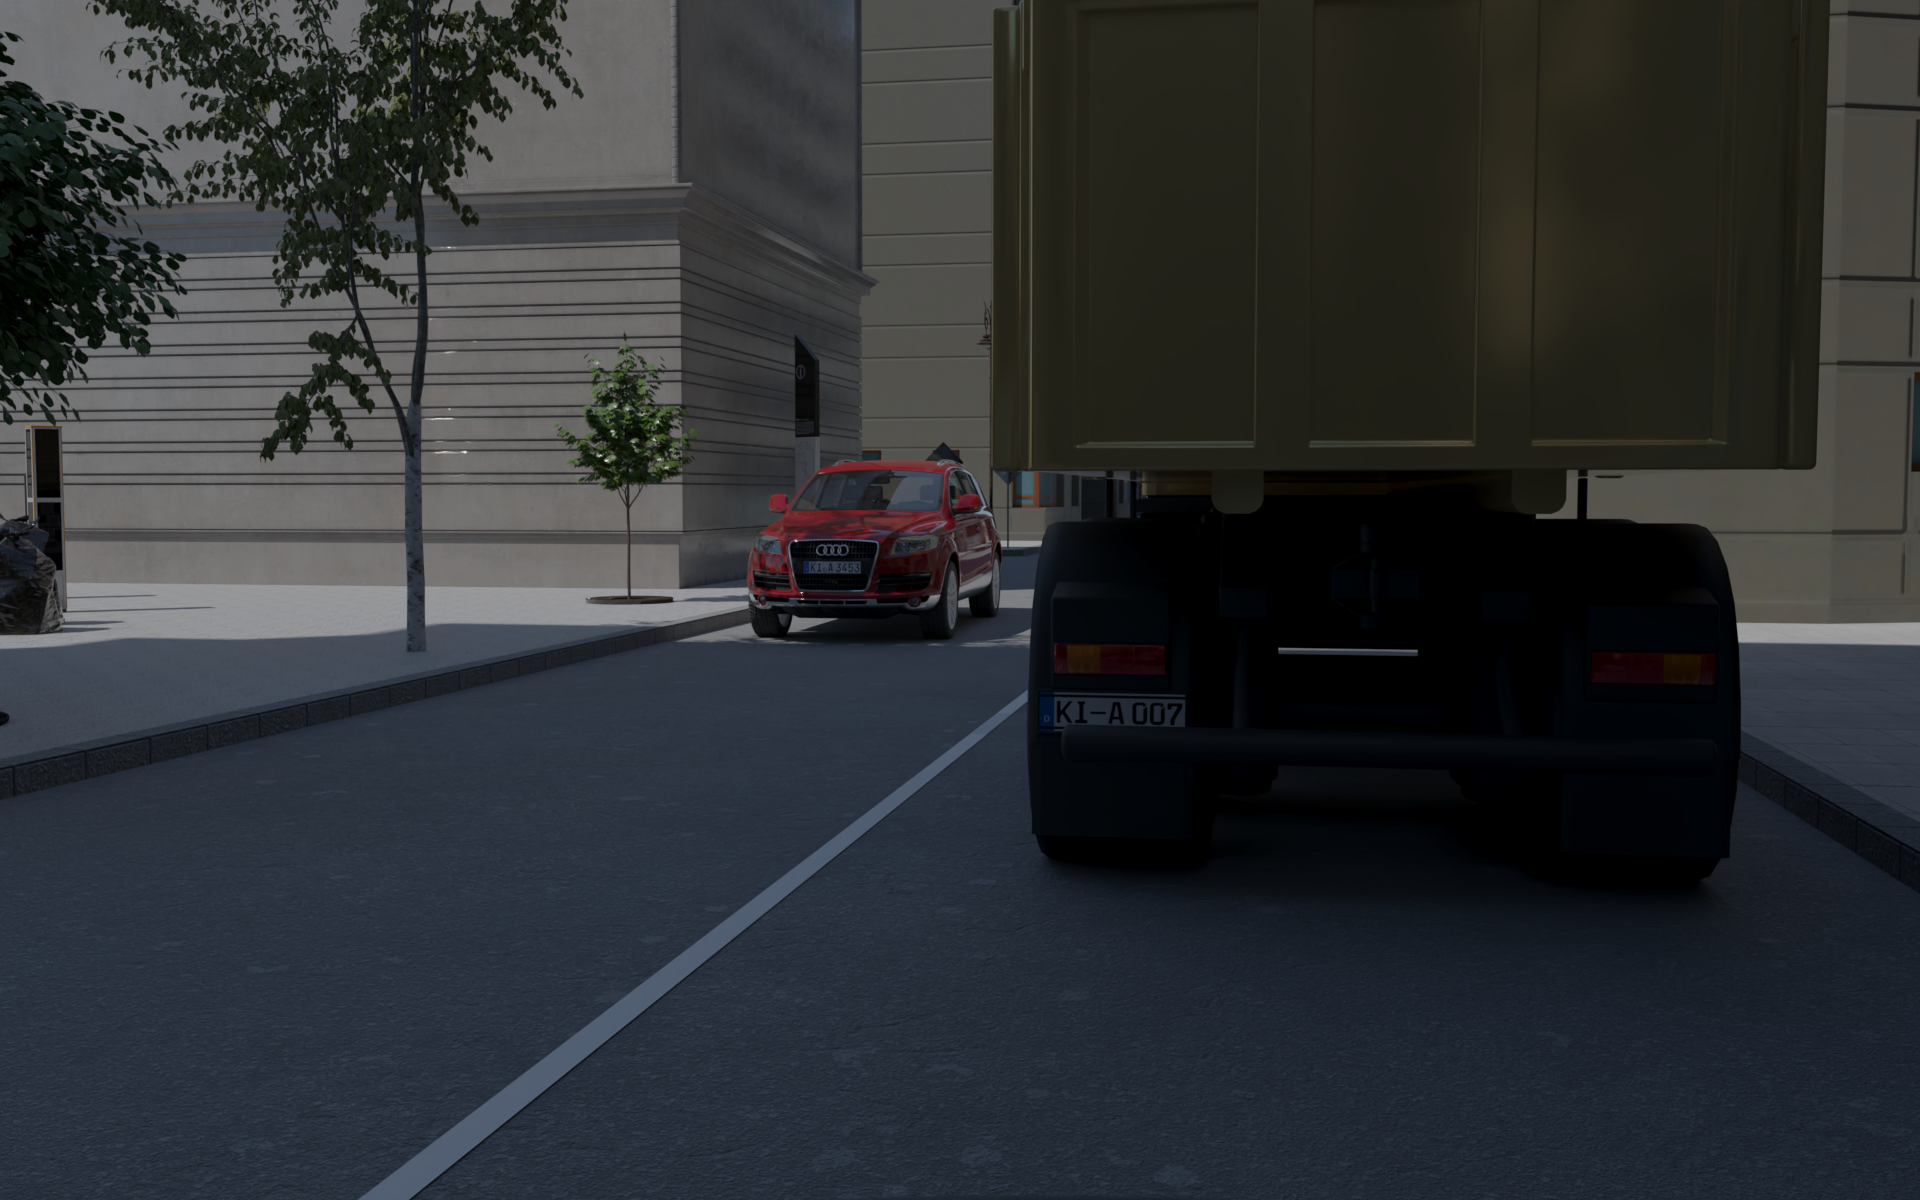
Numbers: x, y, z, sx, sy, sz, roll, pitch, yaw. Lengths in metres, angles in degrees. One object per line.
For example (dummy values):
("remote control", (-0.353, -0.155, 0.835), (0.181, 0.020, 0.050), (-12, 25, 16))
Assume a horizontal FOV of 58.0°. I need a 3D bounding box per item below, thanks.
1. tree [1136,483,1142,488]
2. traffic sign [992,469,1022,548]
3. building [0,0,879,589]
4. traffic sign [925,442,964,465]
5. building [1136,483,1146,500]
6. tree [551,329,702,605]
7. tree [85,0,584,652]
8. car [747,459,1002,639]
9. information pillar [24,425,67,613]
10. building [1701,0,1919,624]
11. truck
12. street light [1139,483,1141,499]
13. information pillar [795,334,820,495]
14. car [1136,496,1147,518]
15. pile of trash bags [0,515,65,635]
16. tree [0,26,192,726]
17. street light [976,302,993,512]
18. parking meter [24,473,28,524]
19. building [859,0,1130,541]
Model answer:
("tree", (8.123, -7.926, 79.954), (4.737, 8.622, 4.395), (0, 3, 0))
("traffic sign", (1.149, -2.303, 41.298), (0.795, 2.450, 0.064), (1, 4, 11))
("building", (-12.432, -11.812, 29.285), (21.152, 22.565, 11.583), (1, 4, 11))
("traffic sign", (-0.326, -1.823, 33.450), (0.795, 2.450, 0.064), (1, 4, 11))
("building", (0.171, -33.989, 97.722), (21.231, 58.520, 28.212), (1, 4, 11))
("tree", (-4.023, -1.576, 20.370), (1.663, 3.219, 1.824), (0, 3, 0))
("tree", (-4.685, -3.886, 13.900), (4.737, 8.622, 4.395), (0, 3, 0))
("car", (-0.794, -0.625, 18.899), (2.281, 1.827, 5.304), (1, 4, 9))
("information pillar", (-9.869, -0.869, 18.703), (0.304, 2.012, 0.304), (-3, 5, -40))
("building", (18.427, -10.029, 9.020), (27.650, 21.520, 28.899), (1, 4, 11))
("truck", (2.181, -0.871, 10.158), (3.469, 3.379, 9.791), (1, 4, 10))
("street light", (8.696, -6.775, 83.556), (0.468, 5.910, 1.993), (1, 4, 11))
("information pillar", (-2.233, -2.074, 25.259), (0.183, 3.616, 0.504), (-3, 5, -43))
("car", (7.545, -3.243, 65.033), (2.014, 1.417, 4.499), (1, 4, 9))
("pile of trash bags", (-10.176, -0.392, 16.160), (3.447, 1.369, 1.912), (-1, 4, -13))
("tree", (-6.091, -1.566, 9.313), (4.285, 4.588, 4.351), (0, 3, 0))
("street light", (0.749, -4.207, 41.575), (0.468, 5.910, 1.993), (1, 4, 11))
("parking meter", (-11.244, -0.785, 21.241), (0.372, 1.533, 0.369), (0, 3, 0))
("building", (-8.590, -13.353, 63.368), (27.650, 21.520, 28.899), (1, 4, 11))
